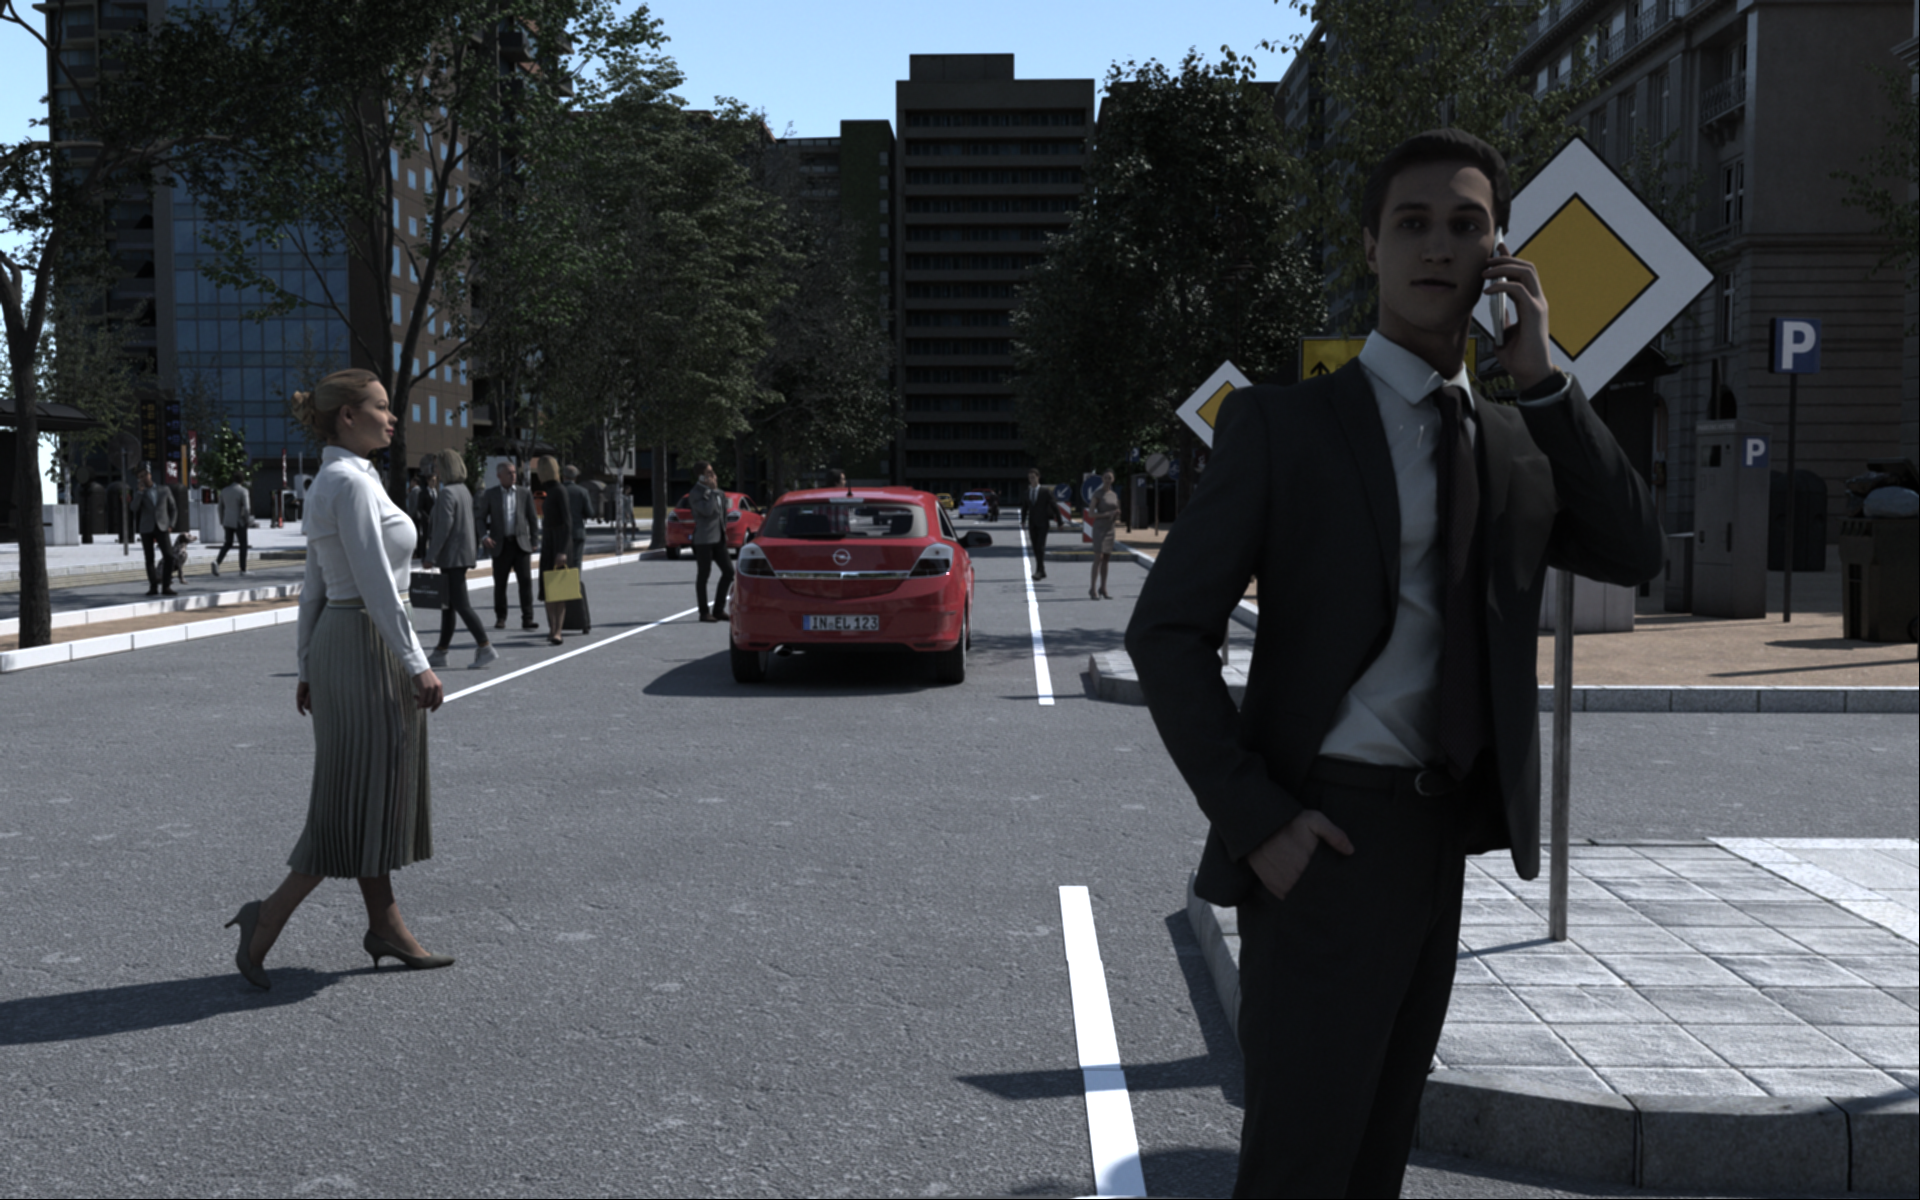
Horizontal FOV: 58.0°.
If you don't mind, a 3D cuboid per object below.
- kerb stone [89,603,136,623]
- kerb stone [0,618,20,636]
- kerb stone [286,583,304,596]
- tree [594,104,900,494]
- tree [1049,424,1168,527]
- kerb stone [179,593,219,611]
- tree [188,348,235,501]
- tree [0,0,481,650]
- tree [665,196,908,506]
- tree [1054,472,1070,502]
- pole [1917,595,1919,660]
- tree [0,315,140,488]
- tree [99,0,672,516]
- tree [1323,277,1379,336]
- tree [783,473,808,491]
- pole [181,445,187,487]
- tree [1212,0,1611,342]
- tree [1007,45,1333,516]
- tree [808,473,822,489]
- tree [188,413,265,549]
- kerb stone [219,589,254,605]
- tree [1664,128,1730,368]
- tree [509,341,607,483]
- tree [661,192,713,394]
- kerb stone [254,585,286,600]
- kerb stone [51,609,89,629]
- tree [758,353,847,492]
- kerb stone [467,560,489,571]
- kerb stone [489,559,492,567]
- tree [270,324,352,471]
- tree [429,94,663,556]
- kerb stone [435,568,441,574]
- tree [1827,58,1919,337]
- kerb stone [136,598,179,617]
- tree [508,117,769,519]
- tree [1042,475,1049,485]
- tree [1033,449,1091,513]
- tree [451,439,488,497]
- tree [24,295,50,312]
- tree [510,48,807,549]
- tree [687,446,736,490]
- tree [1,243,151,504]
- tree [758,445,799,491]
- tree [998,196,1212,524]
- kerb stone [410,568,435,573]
[{"bbox_3d":[-9.634,0.163,19.538,0.120,0.150,1.000,0,4,2],"label":"kerb stone"},{"bbox_3d":[-9.702,0.288,17.489,0.120,0.150,1.000,0,4,2],"label":"kerb stone"},{"bbox_3d":[-9.469,-0.151,24.670,0.120,0.150,1.000,0,4,2],"label":"kerb stone"},{"bbox_3d":[-6.957,-8.667,54.527,12.009,13.543,11.850,0,3,0],"label":"tree"},{"bbox_3d":[6.675,-5.182,68.447,4.285,4.588,4.351,0,3,0],"label":"tree"},{"bbox_3d":[-9.562,0.037,21.584,0.120,0.150,1.000,0,4,2],"label":"kerb stone"},{"bbox_3d":[-37.843,-8.272,85.607,4.360,8.622,3.978,0,3,0],"label":"tree"},{"bbox_3d":[-8.224,-4.809,15.501,8.767,10.594,7.601,0,4,2],"label":"tree"},{"bbox_3d":[-6.910,-8.942,65.671,9.611,12.733,9.660,0,3,0],"label":"tree"},{"bbox_3d":[7.746,-10.831,127.453,4.737,8.622,4.395,0,3,0],"label":"tree"},{"bbox_3d":[7.532,-1.191,13.324,0.158,3.312,0.155,0,3,0],"label":"pole"},{"bbox_3d":[-37.524,-7.564,74.033,4.737,8.622,4.395,0,3,0],"label":"tree"},{"bbox_3d":[-7.974,-5.880,24.356,9.928,11.665,9.643,0,3,0],"label":"tree"},{"bbox_3d":[13.119,-6.580,57.952,4.360,8.622,3.978,0,3,0],"label":"tree"},{"bbox_3d":[-13.550,-8.912,140.316,1.663,3.219,1.824,0,3,0],"label":"tree"},{"bbox_3d":[-32.237,-4.781,72.009,0.158,3.312,0.155,0,3,0],"label":"pole"},{"bbox_3d":[4.791,-4.156,18.319,4.737,8.622,4.395,0,3,0],"label":"tree"},{"bbox_3d":[5.772,-7.812,44.732,9.611,12.733,9.660,0,3,0],"label":"tree"},{"bbox_3d":[-13.543,-10.190,161.200,1.663,3.219,1.824,0,3,0],"label":"tree"},{"bbox_3d":[-17.309,-2.849,41.188,1.663,3.219,1.824,0,3,0],"label":"tree"},{"bbox_3d":[-9.532,-0.025,22.606,0.120,0.150,1.000,0,4,2],"label":"kerb stone"},{"bbox_3d":[12.964,-5.128,34.200,4.737,8.622,4.395,0,3,0],"label":"tree"},{"bbox_3d":[-17.830,-7.800,77.892,4.737,8.622,4.395,0,3,0],"label":"tree"},{"bbox_3d":[-7.650,-5.262,38.849,4.360,8.622,3.978,0,3,0],"label":"tree"},{"bbox_3d":[-9.495,-0.087,23.629,0.120,0.150,1.000,0,4,2],"label":"kerb stone"},{"bbox_3d":[-9.668,0.228,18.517,0.120,0.150,1.000,0,4,2],"label":"kerb stone"},{"bbox_3d":[-6.974,-7.370,73.311,4.360,8.622,3.978,0,3,0],"label":"tree"},{"bbox_3d":[-9.192,-0.652,32.860,0.120,0.150,1.000,0,4,2],"label":"kerb stone"},{"bbox_3d":[-9.169,-0.715,33.887,0.120,0.150,1.000,0,4,2],"label":"kerb stone"},{"bbox_3d":[-27.479,-7.604,74.685,4.360,8.622,3.978,0,3,0],"label":"tree"},{"bbox_3d":[-7.966,-4.828,31.765,4.360,8.622,3.978,0,3,0],"label":"tree"},{"bbox_3d":[-9.262,-0.527,30.811,0.120,0.150,1.000,0,4,2],"label":"kerb stone"},{"bbox_3d":[15.002,-4.577,25.190,4.737,8.622,4.395,0,3,0],"label":"tree"},{"bbox_3d":[-9.606,0.100,20.562,0.120,0.150,1.000,0,4,2],"label":"kerb stone"},{"bbox_3d":[-16.364,-14.183,87.773,12.611,20.169,13.585,0,3,0],"label":"tree"},{"bbox_3d":[9.389,-10.948,162.718,4.285,4.588,4.351,0,3,0],"label":"tree"},{"bbox_3d":[8.266,-12.293,119.120,7.486,12.596,7.792,0,3,0],"label":"tree"},{"bbox_3d":[-16.853,-3.973,59.554,1.663,3.219,1.824,0,3,0],"label":"tree"},{"bbox_3d":[-34.792,-6.988,64.614,4.737,8.622,4.395,0,3,0],"label":"tree"},{"bbox_3d":[-7.868,-7.594,44.751,7.486,12.596,7.792,0,3,0],"label":"tree"},{"bbox_3d":[-14.929,-7.368,104.173,4.285,4.588,4.351,0,3,0],"label":"tree"},{"bbox_3d":[-25.176,-6.038,49.081,4.360,8.622,3.978,0,3,0],"label":"tree"},{"bbox_3d":[-13.758,-11.195,133.403,4.737,8.622,4.395,0,3,0],"label":"tree"},{"bbox_3d":[6.577,-10.312,75.250,9.857,13.997,8.962,0,3,0],"label":"tree"},{"bbox_3d":[-9.299,-0.464,29.790,0.120,0.150,1.000,0,4,2],"label":"kerb stone"}]
